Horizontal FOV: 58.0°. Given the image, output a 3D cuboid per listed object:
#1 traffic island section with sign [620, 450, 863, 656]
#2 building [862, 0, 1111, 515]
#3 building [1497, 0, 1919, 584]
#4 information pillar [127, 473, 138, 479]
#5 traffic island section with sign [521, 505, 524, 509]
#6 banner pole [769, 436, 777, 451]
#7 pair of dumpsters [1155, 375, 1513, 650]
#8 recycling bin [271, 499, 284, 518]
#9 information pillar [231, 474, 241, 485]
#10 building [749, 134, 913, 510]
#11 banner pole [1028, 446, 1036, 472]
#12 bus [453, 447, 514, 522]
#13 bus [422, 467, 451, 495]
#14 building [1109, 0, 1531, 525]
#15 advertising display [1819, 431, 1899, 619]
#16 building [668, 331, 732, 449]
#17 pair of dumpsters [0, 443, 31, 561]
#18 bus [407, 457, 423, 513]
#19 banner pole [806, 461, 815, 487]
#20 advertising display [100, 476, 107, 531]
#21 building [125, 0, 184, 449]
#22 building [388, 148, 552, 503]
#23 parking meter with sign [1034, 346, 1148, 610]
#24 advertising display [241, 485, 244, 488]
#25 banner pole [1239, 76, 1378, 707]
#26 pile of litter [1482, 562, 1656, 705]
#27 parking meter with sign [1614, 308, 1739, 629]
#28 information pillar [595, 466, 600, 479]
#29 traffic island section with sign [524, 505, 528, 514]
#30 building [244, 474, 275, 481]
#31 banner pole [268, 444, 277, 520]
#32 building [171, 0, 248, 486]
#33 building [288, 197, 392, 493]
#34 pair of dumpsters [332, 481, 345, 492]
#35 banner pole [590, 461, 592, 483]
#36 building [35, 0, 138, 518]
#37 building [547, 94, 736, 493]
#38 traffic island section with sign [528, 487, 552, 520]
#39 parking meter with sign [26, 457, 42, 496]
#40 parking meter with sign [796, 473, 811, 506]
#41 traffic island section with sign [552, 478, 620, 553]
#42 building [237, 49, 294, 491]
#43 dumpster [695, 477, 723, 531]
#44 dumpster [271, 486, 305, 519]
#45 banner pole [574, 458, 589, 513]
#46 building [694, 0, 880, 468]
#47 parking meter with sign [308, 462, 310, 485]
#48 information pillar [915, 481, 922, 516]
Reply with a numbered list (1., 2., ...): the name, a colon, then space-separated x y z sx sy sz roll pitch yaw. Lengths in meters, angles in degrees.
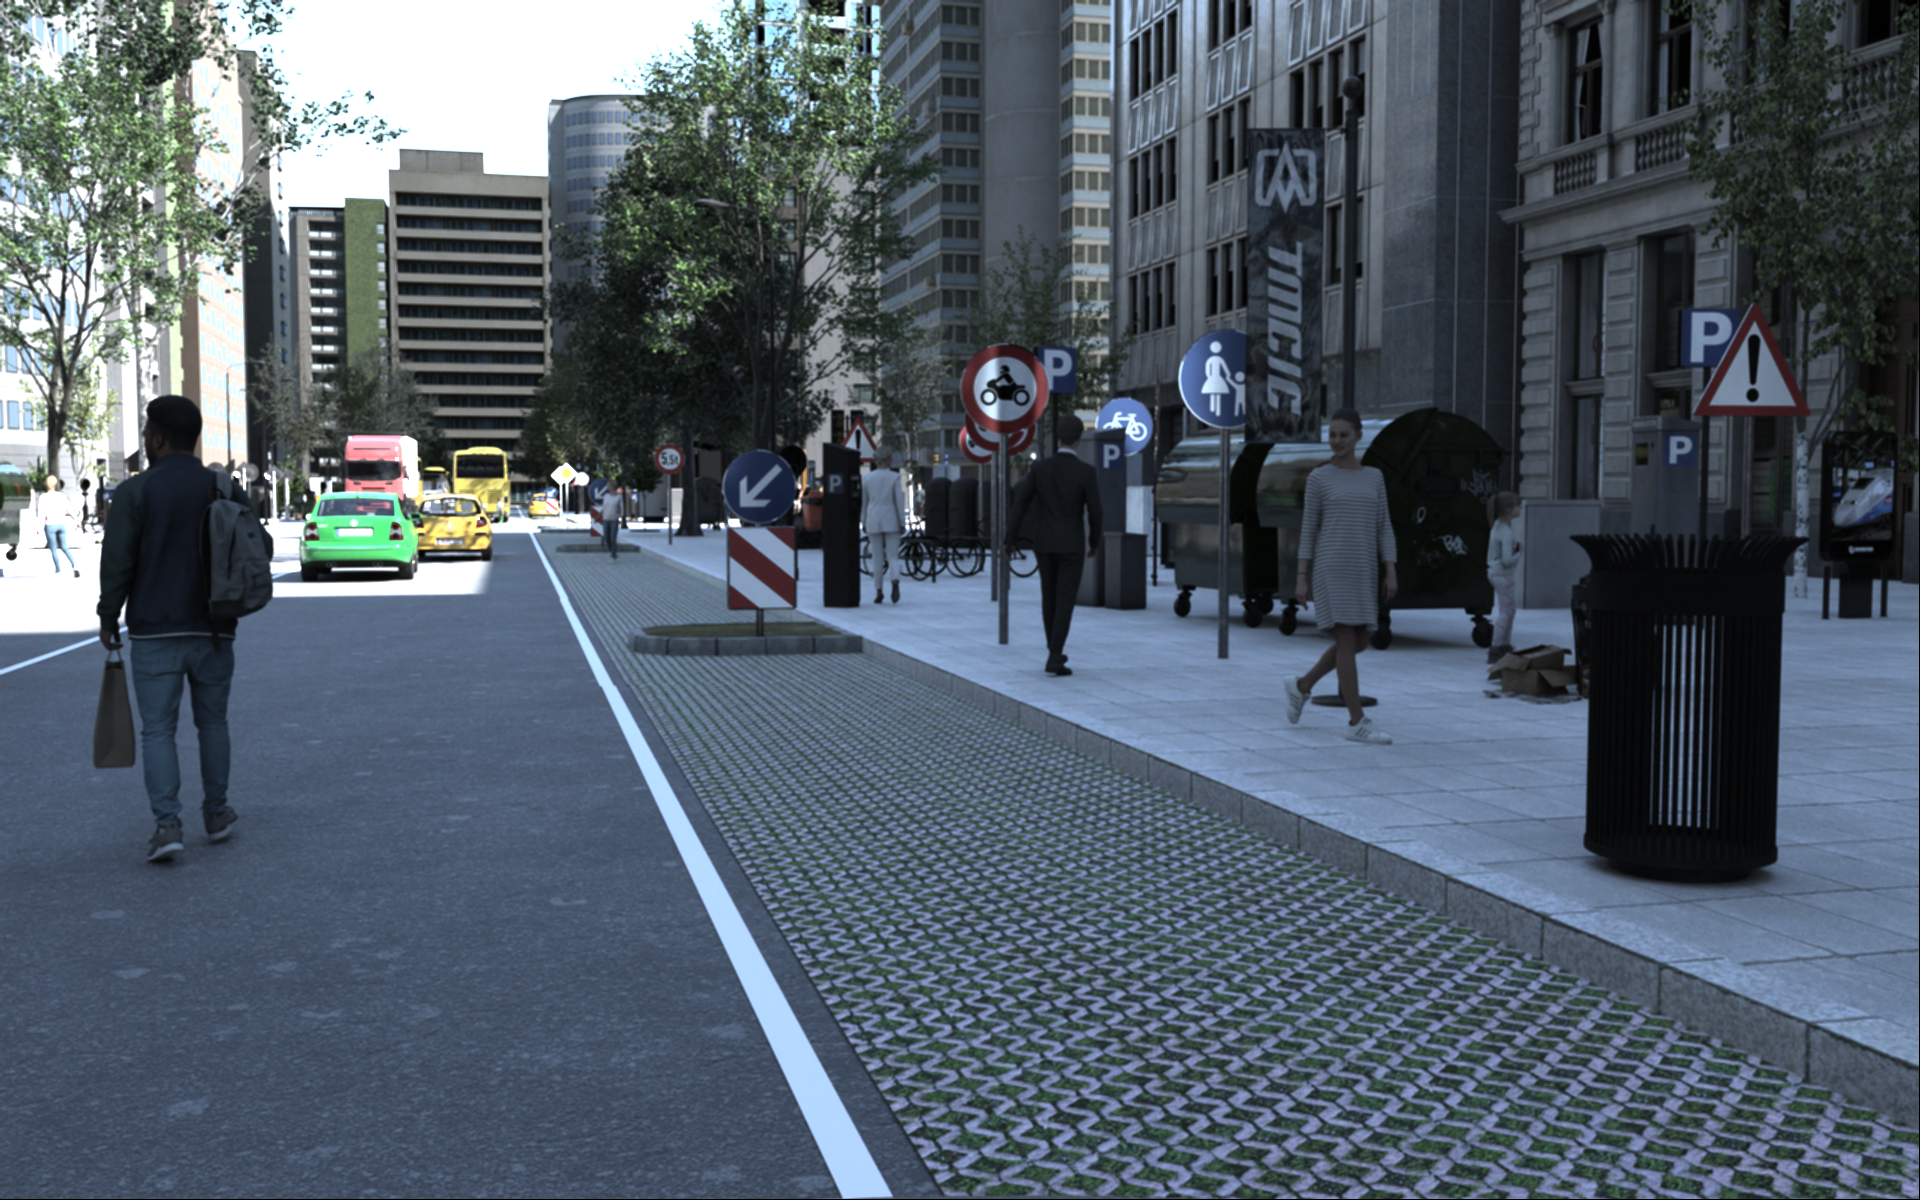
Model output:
1. traffic island section with sign: -2.077 -0.463 16.197 1.989 1.847 2.006 -1 4 -14
2. building: 8.426 -25.450 107.983 23.993 40.220 32.217 -1 4 -14
3. building: 17.993 -12.058 26.019 11.050 23.489 19.941 -1 4 -14
4. information pillar: -28.212 -3.344 59.163 0.304 2.012 0.304 2 4 29
5. traffic island section with sign: -42.134 -9.916 170.760 1.989 1.847 2.006 -1 4 -14
6. banner pole: -6.609 -4.278 59.960 0.401 3.779 0.863 3 5 40
7. pair of dumpsters: 3.350 -0.840 16.234 1.574 2.255 4.437 -1 4 -15
8. recycling bin: -37.634 -5.050 95.125 0.722 1.027 0.722 1 4 17
9. information pillar: -25.911 -3.520 62.041 0.304 2.012 0.304 -2 4 -26
10. building: -10.669 -22.721 143.185 14.160 30.474 14.107 -1 4 -14
11. banner pole: 3.682 -6.059 89.080 0.401 3.779 0.863 3 4 37
12. bus: -24.733 -6.021 89.993 2.896 3.916 12.252 -1 4 -14
13. bus: -48.970 -10.403 161.642 2.896 3.916 12.252 -1 4 -15
14. building: 12.979 -13.938 45.908 12.078 24.808 19.932 -1 4 -14
15. advertising display: 9.267 -0.774 17.873 0.974 1.923 0.123 -2 4 -24
16. building: -18.476 -21.625 198.612 27.650 21.520 28.899 -1 4 -14
17. pair of dumpsters: -18.049 -1.747 31.051 1.574 2.255 4.437 -1 4 -15
18. bus: -30.788 -6.258 93.866 2.896 3.916 12.252 -1 4 -14
19. banner pole: -11.357 -8.612 130.815 0.863 3.779 0.401 0 4 -2
20. advertising display: -30.044 -3.399 60.784 0.123 1.923 0.974 -1 4 -21
21. building: -65.484 -27.042 125.726 14.154 41.232 14.086 -1 4 -14
22. building: -69.463 -38.127 247.075 21.600 48.544 21.300 -1 4 -14
23. parking meter with sign: 1.535 -1.445 19.887 0.543 3.016 1.738 -2 4 -29
24. advertising display: -51.179 -7.175 122.519 0.974 1.923 0.123 0 4 -8
25. banner pole: 2.123 -1.253 10.499 0.863 3.779 0.401 0 4 0
26. pile of litter: 3.964 0.161 11.340 1.719 0.858 1.176 -3 4 -37
27. parking meter with sign: 7.011 -1.279 17.180 0.543 3.016 1.738 0 4 -1
28. information pillar: -30.233 -9.364 144.448 0.183 3.616 0.504 3 4 37
29. traffic island section with sign: -29.879 -7.025 123.491 1.989 1.847 2.006 -1 4 -14
30. building: -106.654 -33.759 243.838 23.993 40.220 32.217 -1 4 -14
31. banner pole: -34.424 -5.903 86.525 0.401 3.779 0.863 0 4 -7
32. building: -73.226 -30.964 156.374 14.600 45.320 14.200 -1 4 -14
33. building: -85.861 -33.998 239.459 14.086 41.232 14.154 -1 4 -14
34. pair of dumpsters: -39.250 -6.623 110.786 1.574 2.255 4.437 -1 4 -14
35. banner pole: -28.012 -8.600 130.627 0.863 3.779 0.401 -2 4 -30
36. building: -60.773 -33.906 96.363 21.231 58.520 28.212 -1 4 -14
37. building: -45.148 -43.438 252.214 28.212 58.520 21.231 -1 4 -14
38. traffic island section with sign: -22.870 -5.373 96.470 1.989 1.847 2.006 -1 4 -14
39. parking meter with sign: -43.850 -5.173 80.840 1.738 3.016 0.543 -2 4 -23
40. parking meter with sign: -9.252 -6.571 103.701 0.543 3.016 1.738 -1 4 -23
41. traffic island section with sign: -9.027 -2.105 43.050 1.989 1.847 2.006 -1 4 -14
42. building: -83.970 -34.317 184.778 21.600 48.544 21.300 -1 4 -14
43. dumpster: -9.011 -3.365 60.779 1.264 1.857 1.865 -1 4 -15
44. dumpster: -34.769 -5.324 89.539 1.502 2.255 1.985 -1 4 -14
45. banner pole: -26.083 -7.895 119.094 0.863 3.779 0.401 -1 4 -13
46. building: -13.450 -52.206 166.232 22.319 86.520 31.000 -1 4 -14
47. parking meter with sign: -35.189 -5.995 94.278 0.543 3.016 1.738 -2 4 -25
48. information pillar: -2.422 -5.907 101.067 0.304 2.012 0.304 2 4 32
